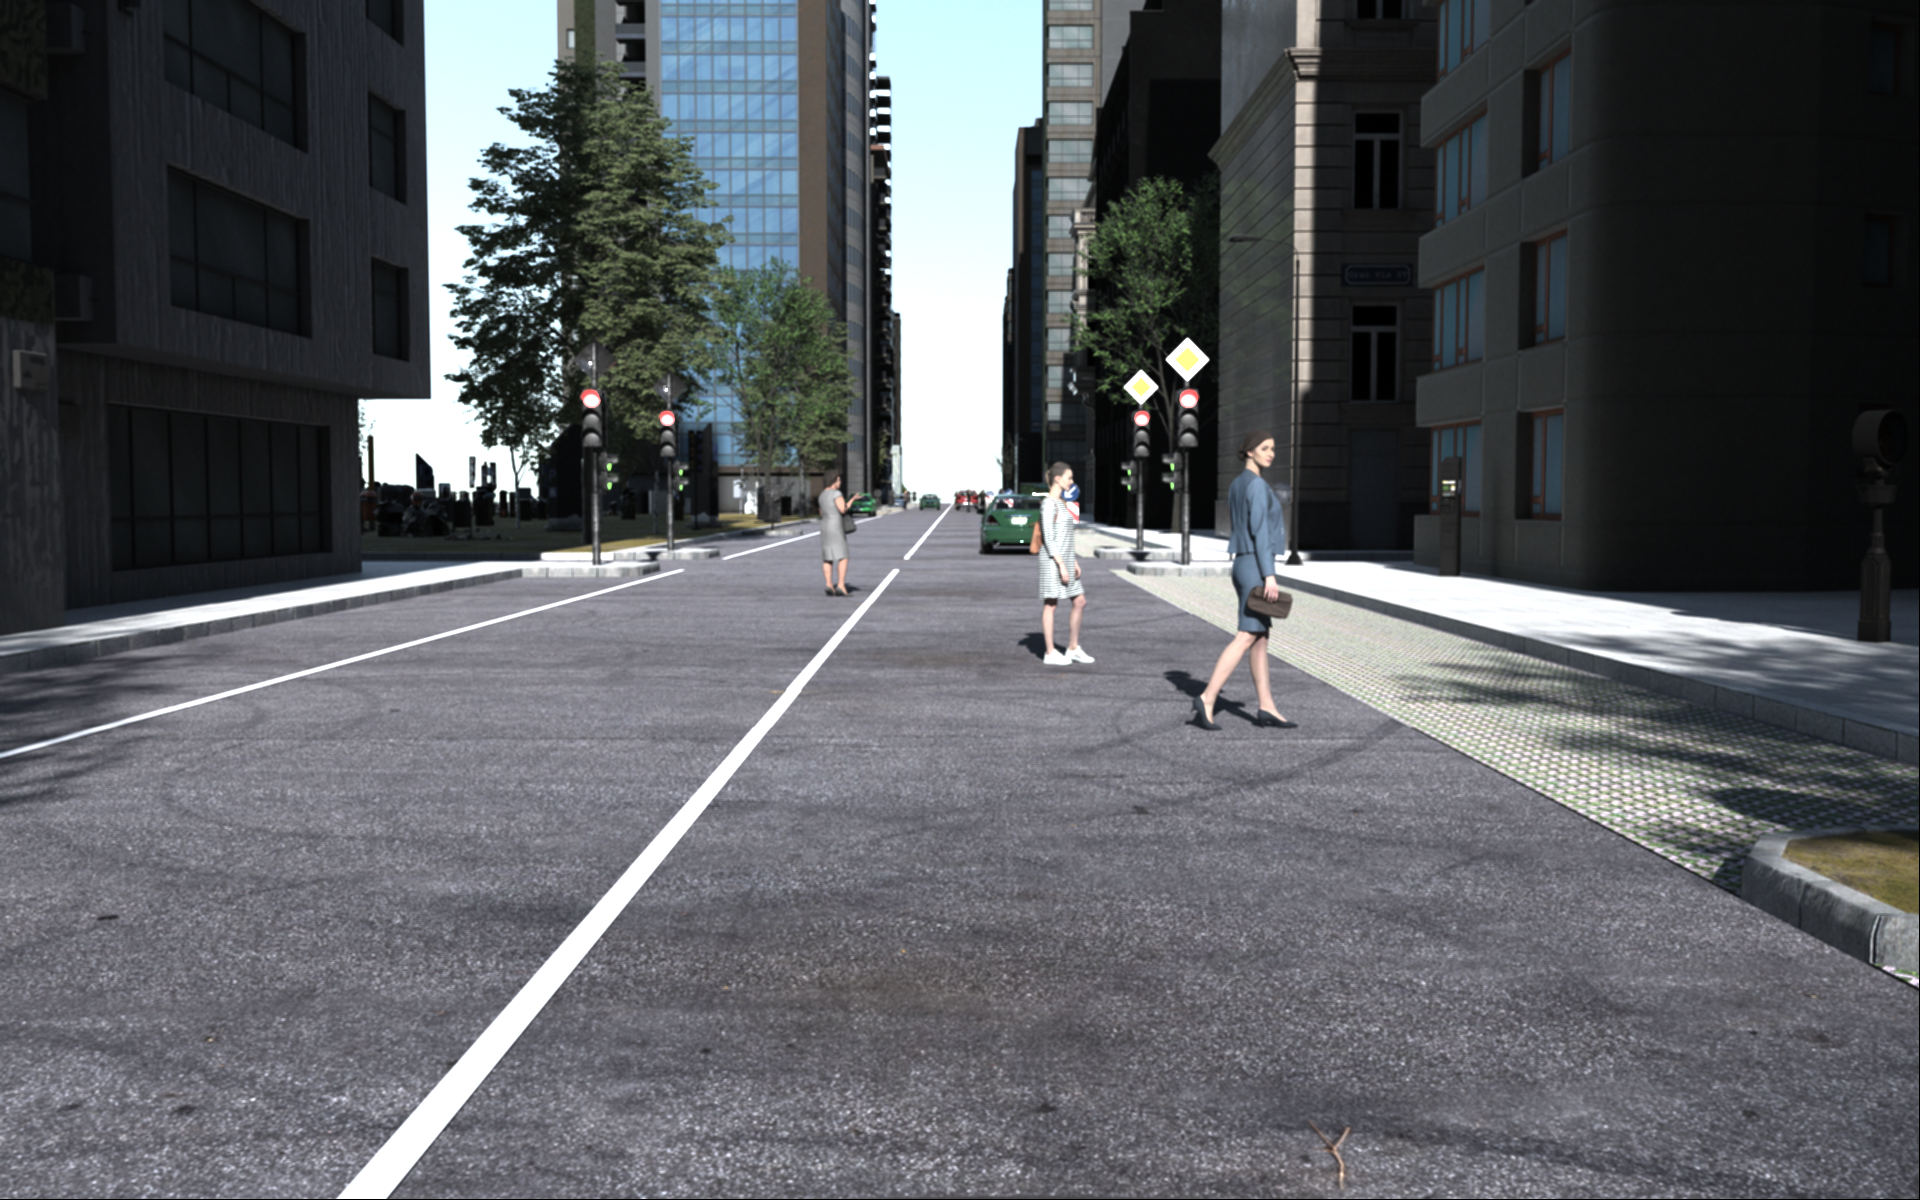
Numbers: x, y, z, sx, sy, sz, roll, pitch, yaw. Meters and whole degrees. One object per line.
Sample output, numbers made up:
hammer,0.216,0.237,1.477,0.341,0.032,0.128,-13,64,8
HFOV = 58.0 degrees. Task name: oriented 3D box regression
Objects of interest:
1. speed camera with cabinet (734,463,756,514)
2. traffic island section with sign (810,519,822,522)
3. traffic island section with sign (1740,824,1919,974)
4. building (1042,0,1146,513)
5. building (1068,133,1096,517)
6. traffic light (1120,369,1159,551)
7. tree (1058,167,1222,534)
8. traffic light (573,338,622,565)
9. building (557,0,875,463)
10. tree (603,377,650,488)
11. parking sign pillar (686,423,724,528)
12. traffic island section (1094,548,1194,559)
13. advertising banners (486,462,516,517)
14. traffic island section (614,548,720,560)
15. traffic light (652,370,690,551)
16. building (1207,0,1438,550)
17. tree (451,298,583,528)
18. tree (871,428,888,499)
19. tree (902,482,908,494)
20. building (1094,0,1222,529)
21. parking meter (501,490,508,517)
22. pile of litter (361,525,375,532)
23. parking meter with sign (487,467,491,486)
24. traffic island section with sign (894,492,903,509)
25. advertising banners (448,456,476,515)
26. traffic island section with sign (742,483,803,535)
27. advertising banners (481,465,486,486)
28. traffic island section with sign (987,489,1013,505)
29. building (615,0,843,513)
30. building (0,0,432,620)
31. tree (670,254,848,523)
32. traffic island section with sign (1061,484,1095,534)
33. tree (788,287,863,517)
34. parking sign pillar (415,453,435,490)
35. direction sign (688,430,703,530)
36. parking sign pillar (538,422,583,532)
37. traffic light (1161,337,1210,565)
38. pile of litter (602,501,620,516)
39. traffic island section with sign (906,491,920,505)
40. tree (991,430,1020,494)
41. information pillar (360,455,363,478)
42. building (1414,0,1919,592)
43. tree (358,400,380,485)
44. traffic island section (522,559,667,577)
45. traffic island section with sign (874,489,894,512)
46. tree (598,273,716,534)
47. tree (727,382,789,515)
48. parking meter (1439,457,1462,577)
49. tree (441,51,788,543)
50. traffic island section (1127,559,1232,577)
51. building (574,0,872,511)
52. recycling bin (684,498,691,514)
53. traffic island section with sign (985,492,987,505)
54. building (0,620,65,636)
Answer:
speed camera with cabinet,-13.659,-7.145,111.163,0.660,3.252,2.038,2,4,34
traffic island section with sign,-6.560,-4.871,88.275,1.989,1.847,2.006,0,3,0
traffic island section with sign,3.759,0.182,5.657,1.989,1.847,2.006,0,3,0
building,12.880,-26.927,123.857,14.154,41.232,14.086,0,3,0
building,13.348,-16.947,96.166,14.460,24.649,34.723,0,3,0
traffic light,4.064,-3.075,39.197,0.839,4.253,0.868,0,3,0
tree,7.065,-7.975,56.148,9.928,11.665,9.643,0,3,0
traffic light,-6.552,-2.586,31.202,0.839,4.253,0.868,0,3,0
building,-23.307,-35.618,171.588,28.713,52.752,27.495,0,3,0
tree,-18.808,-8.957,96.811,4.737,8.622,4.395,0,3,0
parking sign pillar,-9.807,-4.767,66.411,1.447,3.967,1.447,-3,5,-42
traffic island section,4.104,-1.042,39.311,2.009,0.180,2.903,0,3,0
advertising banners,-25.159,-6.065,95.349,0.090,3.025,2.074,2,4,28
traffic island section,-6.587,-1.042,39.322,2.009,0.180,2.903,0,3,0
traffic light,-6.547,-3.074,39.187,0.839,4.253,0.868,0,3,0
building,19.599,-15.104,44.209,25.104,27.353,12.463,0,3,0
tree,-16.617,-6.979,64.474,4.360,8.622,3.978,0,3,0
tree,-9.628,-14.678,190.349,4.737,8.622,4.395,0,3,0
tree,-9.019,-17.086,273.957,1.663,3.219,1.824,0,3,0
building,12.260,-14.715,70.261,12.332,23.373,15.834,0,3,0
parking meter,-25.499,-5.417,96.974,0.372,1.533,0.369,0,3,0
pile of litter,-20.544,-2.722,58.467,1.719,0.858,1.176,2,4,34
parking meter with sign,-30.747,-7.126,112.769,0.543,3.016,1.738,-2,4,-27
traffic island section with sign,-6.516,-9.646,166.338,1.989,1.847,2.006,0,3,0
advertising banners,-22.998,-5.130,80.062,2.074,3.025,0.090,3,4,38
traffic island section with sign,-6.578,-3.201,60.966,1.989,1.847,2.006,0,3,0
advertising banners,-29.066,-6.583,103.813,0.090,3.025,2.074,2,4,32
traffic island section with sign,3.854,-9.645,166.322,1.989,1.847,2.006,0,3,0
building,-15.765,-28.889,122.453,14.600,45.320,14.200,0,3,0
building,-15.828,-15.459,24.459,14.107,30.474,14.160,0,3,0
tree,-8.666,-9.227,76.612,9.928,11.665,9.643,0,3,0
traffic island section with sign,3.794,-3.274,62.155,1.989,1.847,2.006,0,3,0
tree,-8.923,-10.829,95.186,7.486,12.596,7.792,0,3,0
parking sign pillar,-35.149,-7.668,113.845,1.447,3.967,1.447,2,4,24
direction sign,-9.420,-4.266,61.739,0.379,3.537,0.876,2,4,24
parking sign pillar,-13.647,-4.366,59.854,1.447,3.967,1.447,2,4,28
traffic light,4.060,-2.587,31.212,0.839,4.253,0.868,0,3,0
pile of litter,-20.974,-5.491,103.742,1.176,0.858,1.719,-2,4,-26
traffic island section with sign,-6.482,-12.992,221.048,1.989,1.847,2.006,0,3,0
tree,5.994,-15.148,198.029,4.360,8.622,3.978,0,3,0
information pillar,-35.970,-6.869,103.665,0.183,3.616,0.504,3,4,37
building,22.101,-10.489,16.534,27.650,21.520,28.899,0,3,0
tree,-35.582,-9.184,100.525,4.360,8.622,3.978,0,3,0
traffic island section,-6.592,-0.554,31.337,2.009,0.180,2.903,0,3,0
traffic island section with sign,-6.536,-7.977,139.051,1.989,1.847,2.006,0,3,0
tree,-9.854,-6.451,55.842,4.360,8.622,3.978,0,3,0
tree,-12.473,-9.552,106.533,4.360,8.622,3.978,0,3,0
parking meter,7.656,-1.303,27.021,0.255,1.863,0.399,2,4,27
tree,-9.283,-7.760,45.006,7.486,12.596,7.792,0,3,0
traffic island section,4.100,-0.553,31.326,2.009,0.180,2.903,0,3,0
building,-18.602,-36.772,143.219,21.231,58.520,28.212,0,3,0
recycling bin,-17.670,-6.021,110.990,0.722,1.027,0.722,-1,4,-17
traffic island section with sign,3.897,-13.045,221.913,1.989,1.847,2.006,0,3,0
building,-15.689,-14.513,8.994,14.160,30.474,14.107,0,3,0
